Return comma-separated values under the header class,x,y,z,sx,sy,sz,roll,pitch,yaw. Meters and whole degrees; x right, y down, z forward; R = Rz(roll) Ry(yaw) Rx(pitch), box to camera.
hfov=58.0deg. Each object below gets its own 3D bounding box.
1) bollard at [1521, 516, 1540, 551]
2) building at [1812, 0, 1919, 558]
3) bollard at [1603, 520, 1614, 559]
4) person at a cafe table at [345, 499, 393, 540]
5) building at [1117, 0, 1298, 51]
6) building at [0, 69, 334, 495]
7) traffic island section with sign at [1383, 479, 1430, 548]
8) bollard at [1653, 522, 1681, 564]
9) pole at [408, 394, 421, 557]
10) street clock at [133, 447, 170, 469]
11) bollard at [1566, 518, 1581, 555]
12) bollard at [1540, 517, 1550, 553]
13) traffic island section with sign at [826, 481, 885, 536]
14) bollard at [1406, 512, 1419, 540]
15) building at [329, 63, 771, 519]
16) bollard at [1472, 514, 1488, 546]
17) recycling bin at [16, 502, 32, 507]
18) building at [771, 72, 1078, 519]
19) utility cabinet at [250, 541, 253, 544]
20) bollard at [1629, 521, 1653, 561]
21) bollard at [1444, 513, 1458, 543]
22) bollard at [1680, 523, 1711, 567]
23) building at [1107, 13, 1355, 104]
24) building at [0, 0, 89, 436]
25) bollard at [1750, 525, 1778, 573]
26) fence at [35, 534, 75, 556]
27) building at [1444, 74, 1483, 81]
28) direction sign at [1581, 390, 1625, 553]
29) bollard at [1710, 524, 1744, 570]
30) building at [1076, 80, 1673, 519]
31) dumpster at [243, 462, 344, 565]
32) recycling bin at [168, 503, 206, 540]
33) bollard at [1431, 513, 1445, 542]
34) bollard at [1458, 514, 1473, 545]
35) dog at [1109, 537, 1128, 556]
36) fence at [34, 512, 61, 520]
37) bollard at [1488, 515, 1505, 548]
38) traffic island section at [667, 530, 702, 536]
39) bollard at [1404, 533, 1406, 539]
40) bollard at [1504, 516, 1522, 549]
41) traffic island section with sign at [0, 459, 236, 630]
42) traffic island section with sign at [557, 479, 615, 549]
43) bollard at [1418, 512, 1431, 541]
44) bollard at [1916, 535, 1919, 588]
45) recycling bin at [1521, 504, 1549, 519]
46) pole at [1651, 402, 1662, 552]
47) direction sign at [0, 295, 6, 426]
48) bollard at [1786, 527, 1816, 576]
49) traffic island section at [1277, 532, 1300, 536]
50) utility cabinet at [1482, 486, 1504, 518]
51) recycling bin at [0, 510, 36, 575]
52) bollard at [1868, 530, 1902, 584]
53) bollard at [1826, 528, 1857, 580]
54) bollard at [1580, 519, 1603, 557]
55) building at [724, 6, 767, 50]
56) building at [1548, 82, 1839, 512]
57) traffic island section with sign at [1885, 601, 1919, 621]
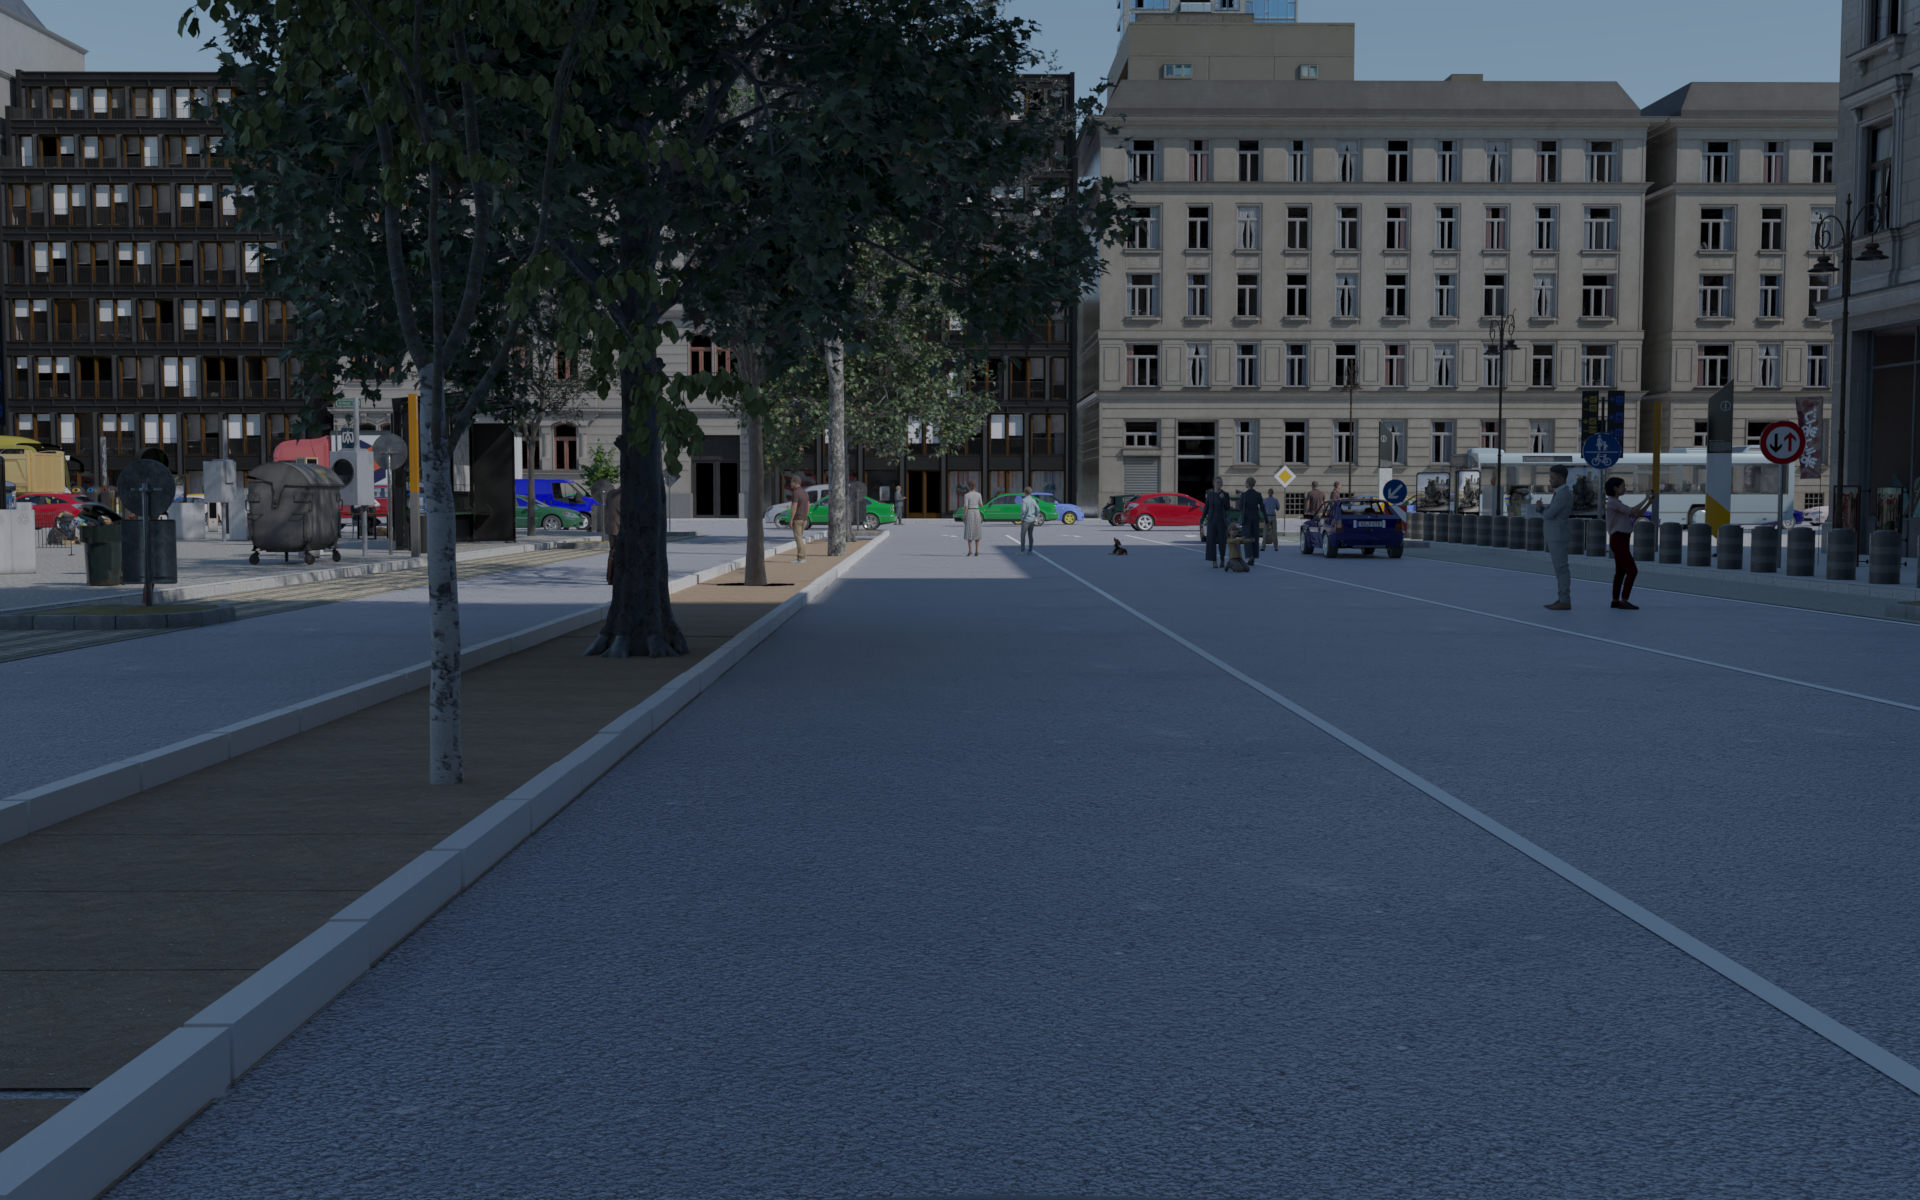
class,x,y,z,sx,sy,sz,roll,pitch,yaw
bollard,13.046,-1.499,39.234,0.404,0.777,0.398,0,3,0
building,23.107,-11.297,35.612,10.553,20.767,40.483,0,4,-1
bollard,13.113,-1.206,34.428,0.404,0.777,0.398,0,3,0
person at a cafe table,-16.743,-2.505,49.472,1.622,1.524,1.698,2,4,32
building,26.497,-54.145,197.934,22.319,86.520,31.000,0,4,-1
building,-41.326,-16.216,94.813,15.834,23.373,12.332,0,4,-1
traffic island section with sign,11.431,-2.331,46.743,1.989,1.847,2.006,0,4,-1
bollard,13.141,-1.058,32.020,0.404,0.777,0.398,0,3,0
pole,-11.102,-2.532,35.239,0.158,3.312,0.155,0,3,0
street clock,-12.543,-1.366,26.911,0.358,2.002,0.471,3,5,40
bollard,13.080,-1.353,36.831,0.404,0.777,0.398,0,3,0
bollard,13.064,-1.426,38.032,0.404,0.777,0.398,0,3,0
traffic island section with sign,-3.580,-3.176,60.064,2.006,1.907,1.989,0,4,-1
bollard,12.925,-2.089,48.875,0.404,0.777,0.398,0,3,0
building,-21.646,-18.864,95.810,23.554,28.519,14.401,0,4,-1
bollard,13.005,-1.720,42.846,0.404,0.777,0.398,0,3,0
recycling bin,-28.561,-2.446,52.548,0.722,1.027,0.722,-2,4,-25
building,-1.940,-16.240,95.204,15.834,23.373,12.332,0,4,-1
utility cabinet,-17.234,-2.132,43.532,1.173,1.500,0.318,1,4,9
bollard,13.126,-1.132,33.226,0.404,0.777,0.398,0,3,0
bollard,12.971,-1.868,45.254,0.404,0.777,0.398,0,3,0
bollard,13.156,-0.985,30.815,0.404,0.777,0.398,0,3,0
building,26.210,-33.567,172.527,21.300,48.544,21.600,0,4,-1
building,-64.419,-19.323,93.430,29.804,29.767,11.434,0,4,-1
bollard,13.184,-0.837,28.397,0.404,0.777,0.398,0,3,0
fence,-19.491,-1.251,35.830,2.069,0.683,0.278,-1,4,-20
building,53.156,-35.534,204.678,21.600,48.544,21.300,0,4,-1
direction sign,14.063,-2.811,37.958,0.876,3.537,0.379,1,4,17
bollard,13.172,-0.911,29.613,0.404,0.777,0.398,0,3,0
building,21.395,-16.167,97.613,30.059,22.955,16.112,0,4,-1
dumpster,-12.298,-1.606,32.014,1.264,1.857,1.865,0,4,-1
recycling bin,-21.959,-2.241,49.196,0.722,1.027,0.722,2,4,34
bollard,12.956,-1.941,46.456,0.404,0.777,0.398,0,3,0
bollard,12.986,-1.794,44.053,0.404,0.777,0.398,0,3,0
dog,3.692,-1.258,40.765,0.550,0.427,0.748,1,4,17
fence,-31.437,-2.678,59.159,2.069,0.683,0.278,0,4,2
bollard,13.015,-1.646,41.637,0.404,0.777,0.398,0,3,0
traffic island section,-10.030,-2.292,59.748,2.009,0.180,2.903,0,4,-1
bollard,12.908,-2.163,50.077,0.404,0.777,0.398,0,3,0
bollard,13.031,-1.573,40.435,0.404,0.777,0.398,0,3,0
traffic island section with sign,-9.183,-0.639,19.083,1.989,1.847,2.006,0,4,-1
traffic island section with sign,-9.528,-2.288,46.036,1.989,1.847,2.006,0,4,-1
bollard,12.941,-2.015,47.657,0.404,0.777,0.398,0,3,0
bollard,13.248,-0.541,23.556,0.404,0.777,0.398,0,3,0
recycling bin,14.768,-1.940,44.266,0.722,1.027,0.722,0,4,7
pole,15.451,-2.728,38.442,0.158,3.312,0.155,0,3,0
direction sign,-11.315,-1.692,19.660,0.876,3.537,0.379,-1,4,-21
bollard,13.202,-0.763,27.191,0.404,0.777,0.398,0,3,0
traffic island section,11.260,-2.308,60.014,2.009,0.180,2.903,0,4,-1
utility cabinet,13.977,-2.246,45.407,0.318,1.500,1.173,0,4,4
recycling bin,-15.372,-0.938,27.889,0.722,1.027,0.722,-3,5,-42
bollard,13.231,-0.615,24.769,0.404,0.777,0.398,0,3,0
bollard,13.220,-0.688,25.971,0.404,0.777,0.398,0,3,0
bollard,13.097,-1.279,35.629,0.404,0.777,0.398,0,3,0
building,-27.914,-38.090,164.768,21.231,58.520,28.212,0,4,-1
building,51.451,-16.193,98.046,30.059,22.955,16.112,0,4,-1
traffic island section with sign,11.775,-0.678,19.707,1.989,1.847,2.006,0,4,-1
